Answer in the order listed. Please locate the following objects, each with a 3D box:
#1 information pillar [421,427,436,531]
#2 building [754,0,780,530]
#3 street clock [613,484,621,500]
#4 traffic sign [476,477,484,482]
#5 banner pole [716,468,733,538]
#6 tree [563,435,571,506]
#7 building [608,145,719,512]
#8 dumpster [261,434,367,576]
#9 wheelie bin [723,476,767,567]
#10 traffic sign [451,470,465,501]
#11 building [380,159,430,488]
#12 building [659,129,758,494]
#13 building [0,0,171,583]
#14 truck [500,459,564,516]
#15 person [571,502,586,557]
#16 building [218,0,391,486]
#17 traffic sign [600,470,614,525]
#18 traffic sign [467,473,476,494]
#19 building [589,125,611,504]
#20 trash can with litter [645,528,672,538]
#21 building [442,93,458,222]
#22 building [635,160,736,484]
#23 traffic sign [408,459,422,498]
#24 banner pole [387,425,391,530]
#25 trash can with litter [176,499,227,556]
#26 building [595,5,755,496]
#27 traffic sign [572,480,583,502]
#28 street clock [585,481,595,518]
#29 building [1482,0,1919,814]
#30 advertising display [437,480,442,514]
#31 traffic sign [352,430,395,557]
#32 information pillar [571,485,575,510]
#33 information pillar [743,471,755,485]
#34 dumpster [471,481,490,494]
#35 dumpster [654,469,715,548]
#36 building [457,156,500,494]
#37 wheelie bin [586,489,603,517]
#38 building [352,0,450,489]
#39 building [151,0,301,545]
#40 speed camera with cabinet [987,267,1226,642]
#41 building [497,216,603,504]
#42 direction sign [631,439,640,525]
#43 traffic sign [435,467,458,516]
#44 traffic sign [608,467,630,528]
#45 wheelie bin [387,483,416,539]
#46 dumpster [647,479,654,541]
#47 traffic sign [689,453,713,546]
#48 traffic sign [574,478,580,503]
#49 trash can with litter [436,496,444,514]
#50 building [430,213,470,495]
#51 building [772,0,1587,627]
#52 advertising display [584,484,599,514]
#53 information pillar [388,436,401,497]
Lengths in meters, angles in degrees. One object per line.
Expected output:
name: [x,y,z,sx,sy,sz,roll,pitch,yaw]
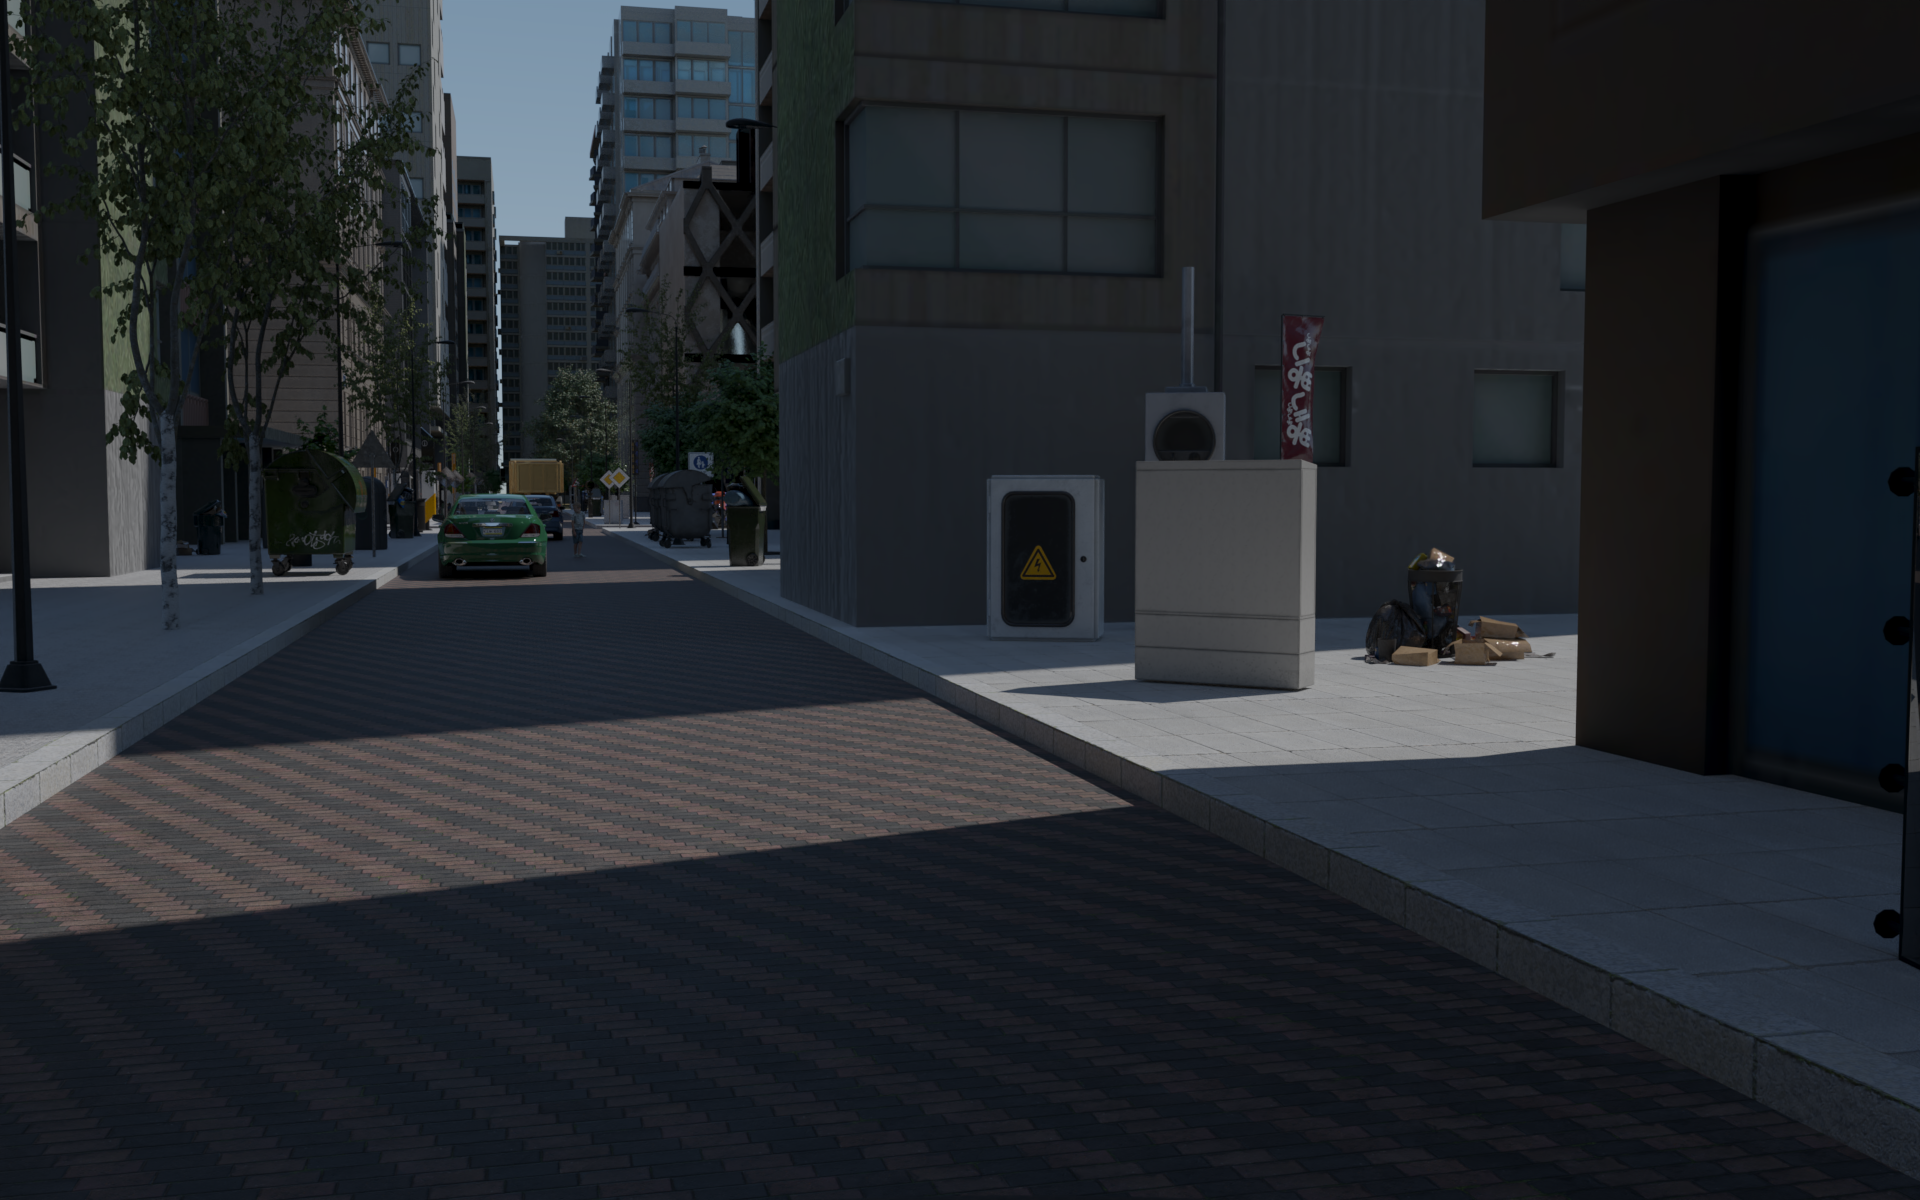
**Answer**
information pillar: [-18.655,-4.244,60.741,0.504,3.616,0.183,1,4,10]
building: [5.540,-26.314,53.939,21.300,48.544,21.600,-1,4,-14]
street clock: [-17.050,-4.999,86.299,0.358,2.002,0.471,-3,5,-42]
traffic sign: [-36.731,-8.091,132.385,0.768,2.556,0.104,-1,4,-10]
banner pole: [-6.829,-3.706,50.615,0.401,3.779,0.863,1,4,22]
tree: [-39.824,-13.844,176.714,4.360,8.622,3.978,0,3,0]
building: [-20.508,-20.681,135.390,12.463,27.353,25.104,-1,4,-14]
dumpster: [-10.409,-1.551,27.861,1.502,2.255,1.985,-1,4,-14]
wheelie bin: [-3.834,-1.404,30.860,0.693,1.594,0.980,0,4,5]
traffic sign: [-20.673,-4.116,70.938,0.795,2.450,0.064,-1,4,-14]
building: [-41.888,-17.810,110.255,14.314,24.678,30.058,-1,4,-14]
building: [-5.702,-13.340,85.556,16.811,18.784,16.820,-1,4,-14]
building: [-19.514,-20.706,22.136,14.154,41.232,14.086,-1,4,-14]
truck: [-23.120,-6.009,94.175,3.469,3.379,9.791,-1,4,-16]
person: [-8.658,-1.600,39.346,0.332,1.250,0.352,0,4,-1]
building: [-34.549,-17.475,82.982,12.463,27.353,25.104,-1,4,-14]
traffic sign: [-14.659,-4.207,72.420,0.795,2.450,0.064,-1,4,-14]
traffic sign: [-29.011,-6.264,102.515,0.768,2.556,0.104,0,4,-5]
building: [-32.310,-33.691,205.466,22.147,44.769,28.867,-1,4,-14]
trash can with litter: [-8.584,-2.361,49.995,1.055,1.170,0.624,0,4,6]
building: [-61.887,-32.915,188.276,14.600,45.320,14.200,-1,4,-14]
building: [-13.446,-16.528,112.029,13.314,21.916,24.055,-1,4,-14]
traffic sign: [-19.245,-3.765,61.662,0.768,2.556,0.104,-1,4,-9]
banner pole: [-20.343,-4.393,61.846,0.401,3.779,0.863,-1,4,-22]
trash can with litter: [-15.967,-1.522,36.278,1.055,1.170,0.624,-3,5,-43]
building: [-25.274,-34.054,176.393,23.786,49.044,30.456,-1,4,-14]
traffic sign: [-27.702,-7.685,125.656,0.884,2.594,0.081,0,4,-5]
street clock: [-19.989,-5.448,93.640,0.471,2.002,0.358,-2,4,-34]
building: [11.123,-21.557,2.564,14.600,45.320,14.200,-1,4,-14]
advertising display: [-23.981,-4.560,79.772,0.123,1.923,0.974,-1,4,-22]
traffic sign: [-11.908,-2.149,35.133,0.884,2.594,0.081,-1,4,-12]
information pillar: [-32.022,-8.482,143.172,0.304,2.012,0.304,-1,4,-13]
information pillar: [-5.563,-2.527,45.801,0.304,2.012,0.304,-1,4,-9]
dumpster: [-35.485,-7.669,127.886,1.502,2.255,1.985,-1,4,-14]
dumpster: [-6.568,-2.190,41.566,1.264,1.857,1.865,-1,4,-14]
building: [-73.728,-37.337,234.165,21.600,48.544,21.300,-1,4,-14]
wheelie bin: [-20.808,-5.538,98.449,0.980,1.594,0.693,-2,4,-31]
building: [-59.599,-34.441,152.355,28.713,52.752,27.495,-1,4,-14]
building: [-32.537,-23.742,42.811,28.867,44.769,22.147,-1,4,-14]
speed camera with cabinet: [1.279,-1.272,15.133,2.038,3.252,0.660,1,4,10]
building: [-53.080,-33.878,245.789,23.993,40.220,32.217,-1,4,-14]
direction sign: [-13.531,-4.903,72.165,0.379,3.537,0.876,-2,4,-28]
traffic sign: [-18.730,-3.642,63.192,0.795,2.450,0.064,-1,4,-14]
traffic sign: [-12.716,-3.733,64.674,0.795,2.450,0.064,-1,4,-14]
wheelie bin: [-16.173,-2.585,50.170,0.693,1.594,0.980,-3,5,-40]
dumpster: [-7.889,-2.554,47.509,1.264,1.857,1.865,-1,4,-14]
traffic sign: [-6.387,-2.483,42.733,0.606,2.300,0.079,0,4,-4]
traffic sign: [-28.452,-7.912,129.465,0.768,2.556,0.104,-1,4,-10]
trash can with litter: [-24.570,-4.322,82.045,0.624,1.170,1.055,2,4,31]
building: [-57.277,-24.670,175.062,14.160,30.474,14.107,-1,4,-14]
building: [4.150,-20.803,23.730,14.154,41.232,14.086,-1,4,-14]
advertising display: [-23.808,-6.529,111.961,0.974,1.923,0.123,1,4,12]
information pillar: [-22.760,-4.794,69.732,0.504,3.616,0.183,0,4,-1]
